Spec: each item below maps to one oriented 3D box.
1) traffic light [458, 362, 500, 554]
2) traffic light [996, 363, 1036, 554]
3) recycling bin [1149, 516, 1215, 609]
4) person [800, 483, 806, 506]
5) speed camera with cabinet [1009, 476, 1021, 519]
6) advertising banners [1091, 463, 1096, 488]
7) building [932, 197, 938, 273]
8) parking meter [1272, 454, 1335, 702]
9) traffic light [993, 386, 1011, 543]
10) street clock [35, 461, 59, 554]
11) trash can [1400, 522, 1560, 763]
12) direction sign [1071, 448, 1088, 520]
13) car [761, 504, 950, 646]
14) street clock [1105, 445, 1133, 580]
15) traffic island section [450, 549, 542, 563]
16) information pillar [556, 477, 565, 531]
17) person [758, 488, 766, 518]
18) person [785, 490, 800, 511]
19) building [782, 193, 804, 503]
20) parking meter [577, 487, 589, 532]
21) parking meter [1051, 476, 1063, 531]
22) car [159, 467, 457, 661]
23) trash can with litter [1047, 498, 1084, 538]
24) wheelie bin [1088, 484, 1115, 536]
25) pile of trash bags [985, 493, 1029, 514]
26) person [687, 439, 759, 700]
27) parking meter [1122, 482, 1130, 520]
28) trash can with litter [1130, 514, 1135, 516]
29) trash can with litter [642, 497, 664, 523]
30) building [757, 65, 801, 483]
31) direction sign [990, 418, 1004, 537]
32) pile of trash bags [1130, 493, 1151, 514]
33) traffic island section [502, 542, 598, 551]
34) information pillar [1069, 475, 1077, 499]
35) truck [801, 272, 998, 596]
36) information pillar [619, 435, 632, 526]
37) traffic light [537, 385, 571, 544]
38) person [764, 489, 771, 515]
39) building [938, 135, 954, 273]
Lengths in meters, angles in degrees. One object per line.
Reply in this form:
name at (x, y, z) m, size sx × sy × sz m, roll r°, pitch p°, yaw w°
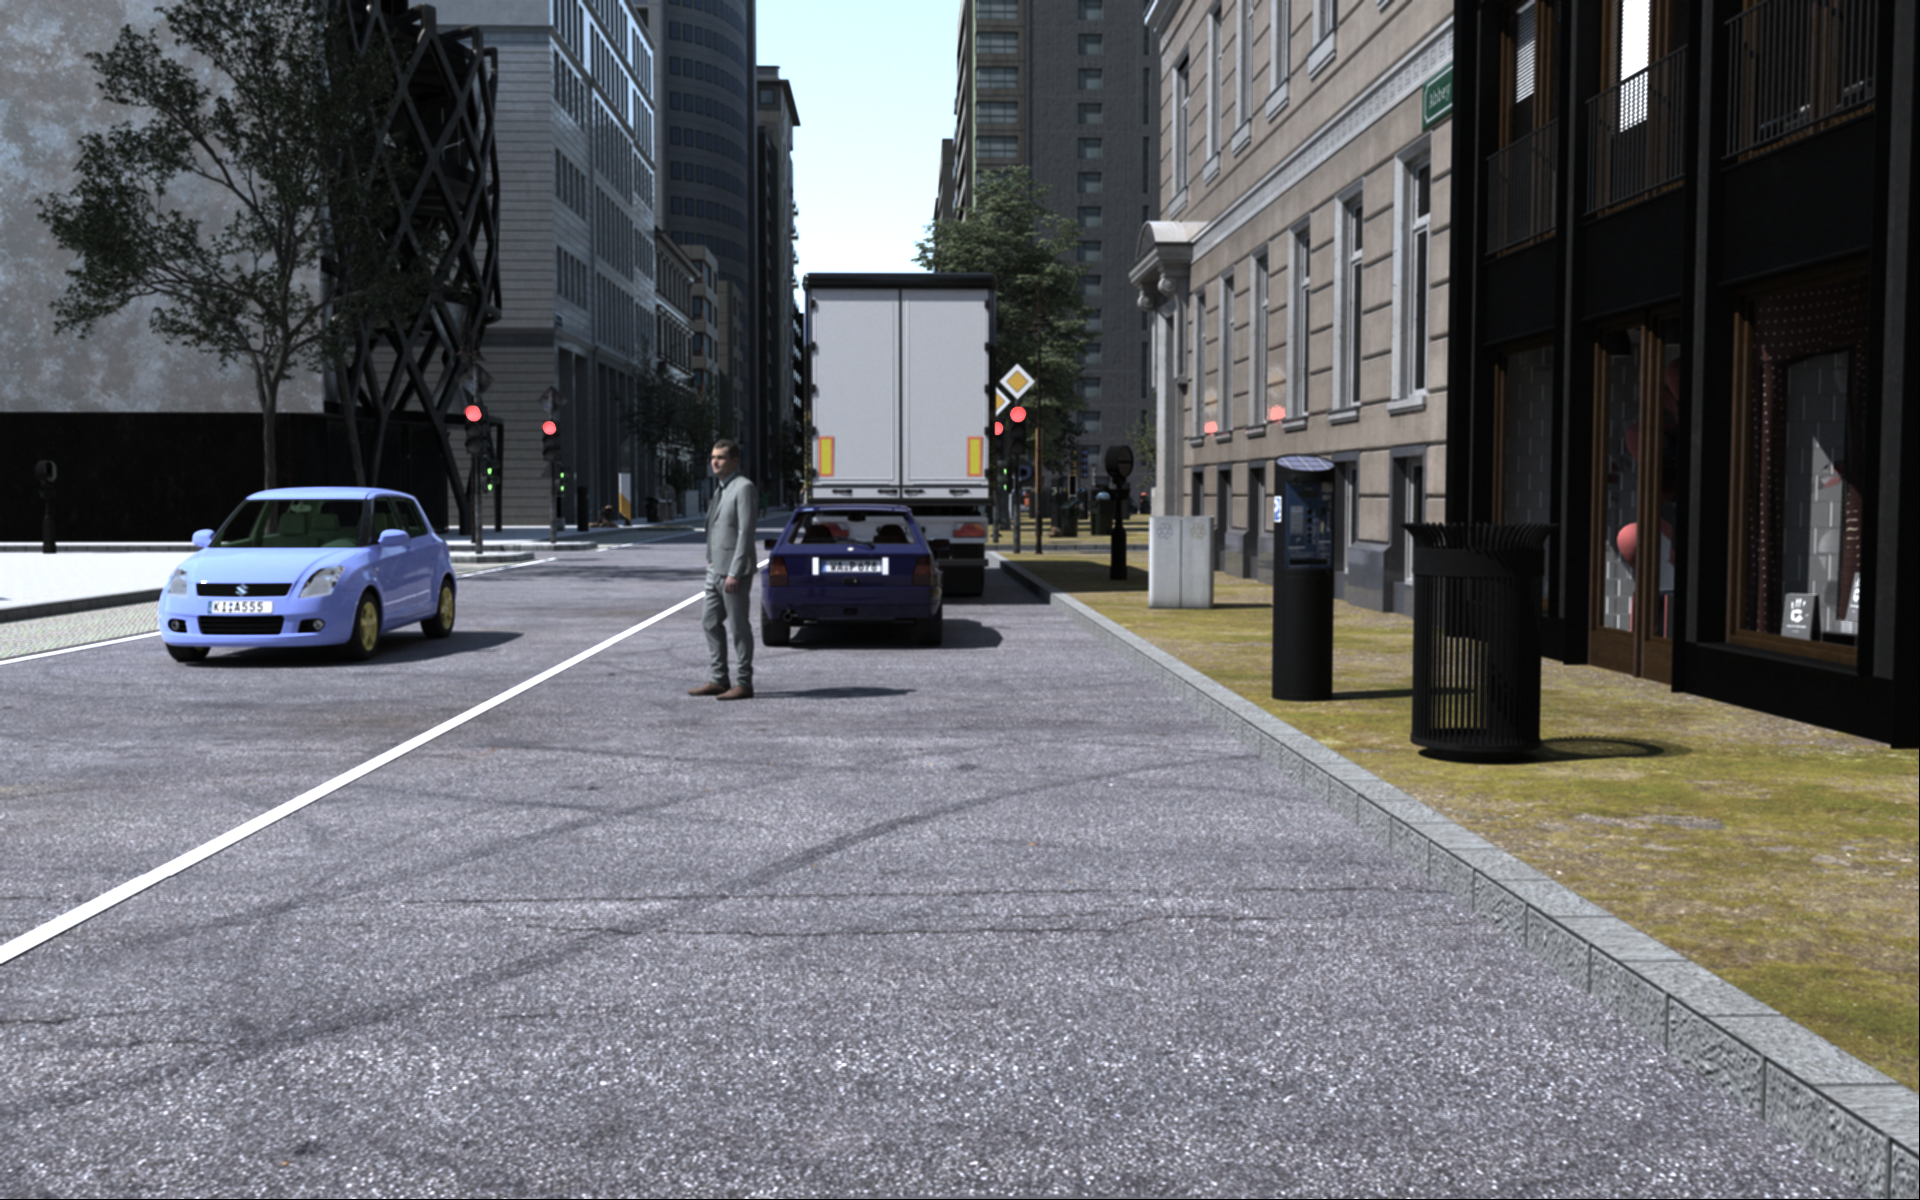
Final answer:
traffic light at (-10.244, -2.931, 36.844) m, size 0.839 × 4.253 × 0.868 m, roll 0°, pitch 4°, yaw -2°
traffic light at (1.209, -2.957, 37.274) m, size 0.839 × 4.253 × 0.868 m, roll 0°, pitch 4°, yaw -2°
recycling bin at (2.511, -0.433, 19.626) m, size 0.722 × 1.027 × 0.722 m, roll 0°, pitch 4°, yaw 8°
person at (-4.717, -2.732, 53.349) m, size 0.473 × 1.802 × 0.592 m, roll 0°, pitch 4°, yaw -1°
speed camera with cabinet at (2.641, -5.822, 89.532) m, size 0.660 × 3.252 × 2.038 m, roll 1°, pitch 4°, yaw 15°
advertising banners at (8.042, -6.262, 98.578) m, size 0.090 × 3.025 × 2.074 m, roll 3°, pitch 5°, yaw 39°
building at (7.156, -36.454, 250.650) m, size 22.147 × 44.769 × 28.867 m, roll 0°, pitch 4°, yaw -2°
parking meter at (2.150, -0.149, 10.839) m, size 0.372 × 1.533 × 0.369 m, roll 0°, pitch 3°, yaw 0°
traffic light at (0.920, -3.445, 45.254) m, size 0.839 × 4.253 × 0.868 m, roll 0°, pitch 4°, yaw -2°
street clock at (-19.693, -2.008, 37.405) m, size 0.358 × 2.002 × 0.471 m, roll 0°, pitch 4°, yaw 8°
trash can at (2.524, 0.195, 8.458) m, size 0.748 × 1.137 × 0.748 m, roll 0°, pitch 3°, yaw 0°
direction sign at (5.892, -5.729, 85.664) m, size 0.876 × 3.537 × 0.379 m, roll 1°, pitch 4°, yaw 19°
car at (-1.064, -0.315, 17.735) m, size 1.945 × 1.354 × 3.894 m, roll 0°, pitch 4°, yaw -2°
street clock at (2.376, -1.304, 25.897) m, size 0.358 × 2.002 × 0.471 m, roll 2°, pitch 4°, yaw 35°
traffic island section at (-10.285, -0.899, 36.977) m, size 2.009 × 0.180 × 2.903 m, roll 0°, pitch 4°, yaw -2°
information pillar at (-13.965, -3.418, 60.370) m, size 0.304 × 2.012 × 0.304 m, roll 0°, pitch 4°, yaw 2°
person at (-11.805, -5.774, 103.151) m, size 0.529 × 1.795 × 0.600 m, roll 1°, pitch 4°, yaw 14°
person at (-13.763, -8.138, 142.281) m, size 1.217 × 1.743 × 0.721 m, roll 0°, pitch 4°, yaw -4°
building at (-34.456, -38.444, 248.168) m, size 23.786 × 49.044 × 30.456 m, roll 0°, pitch 4°, yaw -2°
parking meter at (-12.927, -3.116, 59.350) m, size 0.372 × 1.533 × 0.369 m, roll 0°, pitch 3°, yaw 0°
parking meter at (3.067, -3.004, 54.833) m, size 0.255 × 1.863 × 0.399 m, roll 2°, pitch 4°, yaw 34°
car at (-5.927, -0.391, 15.988) m, size 1.945 × 1.707 × 3.694 m, roll 0°, pitch 4°, yaw -1°
trash can with litter at (3.113, -2.440, 51.276) m, size 1.055 × 1.170 × 0.624 m, roll -3°, pitch 4°, yaw -39°
wheelie bin at (4.397, -2.799, 53.677) m, size 0.693 × 1.594 × 0.980 m, roll -2°, pitch 4°, yaw -29°
pile of trash bags at (3.201, -6.387, 114.176) m, size 3.447 × 1.369 × 1.912 m, roll 1°, pitch 4°, yaw 23°
person at (-1.610, -0.217, 12.146) m, size 0.391 × 1.810 × 0.635 m, roll -2°, pitch 4°, yaw -35°
parking meter at (8.204, -4.904, 85.893) m, size 0.399 × 1.863 × 0.255 m, roll 2°, pitch 4°, yaw 24°
trash can with litter at (9.151, -5.511, 101.158) m, size 2.233 × 1.210 × 1.678 m, roll 0°, pitch 4°, yaw 1°
trash can with litter at (-13.744, -4.055, 77.691) m, size 0.624 × 1.170 × 1.055 m, roll 1°, pitch 4°, yaw 19°
building at (-34.898, -38.438, 217.707) m, size 28.713 × 52.752 × 27.495 m, roll 0°, pitch 4°, yaw -2°
direction sign at (1.089, -3.663, 51.888) m, size 0.379 × 3.537 × 0.876 m, roll -2°, pitch 4°, yaw -26°
pile of trash bags at (11.535, -6.188, 110.918) m, size 1.912 × 1.369 × 3.447 m, roll 1°, pitch 4°, yaw 15°
traffic island section at (-10.574, -1.387, 44.957) m, size 2.009 × 0.180 × 2.903 m, roll 0°, pitch 4°, yaw -2°
information pillar at (4.329, -3.801, 66.636) m, size 0.304 × 2.012 × 0.304 m, roll 0°, pitch 4°, yaw 2°
truck at (-0.931, -2.363, 27.544) m, size 2.839 × 4.237 × 11.283 m, roll 0°, pitch 4°, yaw -2°
information pillar at (-13.316, -4.742, 68.885) m, size 0.504 × 3.616 × 0.183 m, roll -3°, pitch 5°, yaw -44°
traffic light at (-10.534, -3.419, 44.824) m, size 0.839 × 4.253 × 0.868 m, roll 0°, pitch 4°, yaw -2°
person at (-13.320, -6.722, 118.650) m, size 0.600 × 1.795 × 0.529 m, roll 2°, pitch 4°, yaw 25°
building at (8.036, -36.796, 225.311) m, size 21.300 × 48.544 × 21.600 m, roll 0°, pitch 4°, yaw -2°
